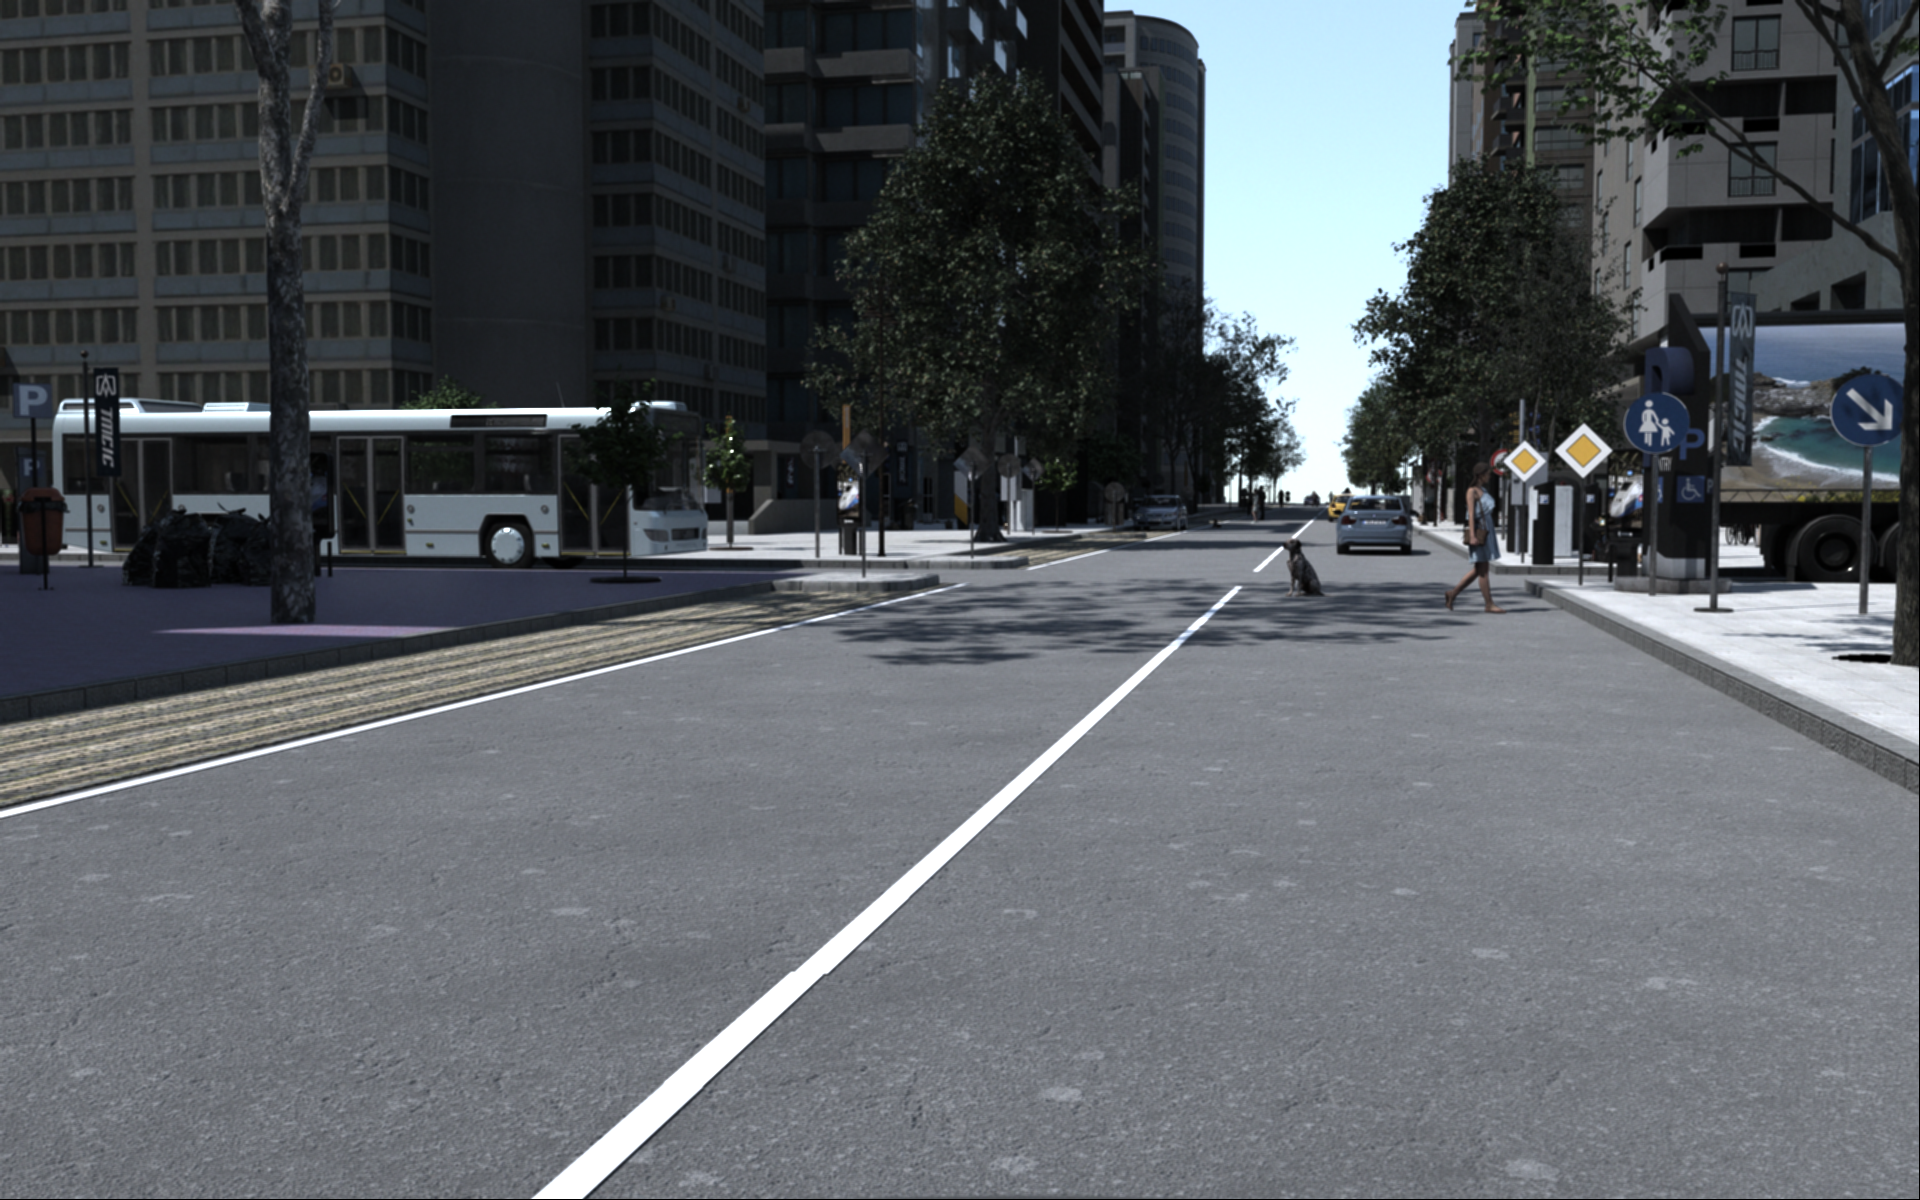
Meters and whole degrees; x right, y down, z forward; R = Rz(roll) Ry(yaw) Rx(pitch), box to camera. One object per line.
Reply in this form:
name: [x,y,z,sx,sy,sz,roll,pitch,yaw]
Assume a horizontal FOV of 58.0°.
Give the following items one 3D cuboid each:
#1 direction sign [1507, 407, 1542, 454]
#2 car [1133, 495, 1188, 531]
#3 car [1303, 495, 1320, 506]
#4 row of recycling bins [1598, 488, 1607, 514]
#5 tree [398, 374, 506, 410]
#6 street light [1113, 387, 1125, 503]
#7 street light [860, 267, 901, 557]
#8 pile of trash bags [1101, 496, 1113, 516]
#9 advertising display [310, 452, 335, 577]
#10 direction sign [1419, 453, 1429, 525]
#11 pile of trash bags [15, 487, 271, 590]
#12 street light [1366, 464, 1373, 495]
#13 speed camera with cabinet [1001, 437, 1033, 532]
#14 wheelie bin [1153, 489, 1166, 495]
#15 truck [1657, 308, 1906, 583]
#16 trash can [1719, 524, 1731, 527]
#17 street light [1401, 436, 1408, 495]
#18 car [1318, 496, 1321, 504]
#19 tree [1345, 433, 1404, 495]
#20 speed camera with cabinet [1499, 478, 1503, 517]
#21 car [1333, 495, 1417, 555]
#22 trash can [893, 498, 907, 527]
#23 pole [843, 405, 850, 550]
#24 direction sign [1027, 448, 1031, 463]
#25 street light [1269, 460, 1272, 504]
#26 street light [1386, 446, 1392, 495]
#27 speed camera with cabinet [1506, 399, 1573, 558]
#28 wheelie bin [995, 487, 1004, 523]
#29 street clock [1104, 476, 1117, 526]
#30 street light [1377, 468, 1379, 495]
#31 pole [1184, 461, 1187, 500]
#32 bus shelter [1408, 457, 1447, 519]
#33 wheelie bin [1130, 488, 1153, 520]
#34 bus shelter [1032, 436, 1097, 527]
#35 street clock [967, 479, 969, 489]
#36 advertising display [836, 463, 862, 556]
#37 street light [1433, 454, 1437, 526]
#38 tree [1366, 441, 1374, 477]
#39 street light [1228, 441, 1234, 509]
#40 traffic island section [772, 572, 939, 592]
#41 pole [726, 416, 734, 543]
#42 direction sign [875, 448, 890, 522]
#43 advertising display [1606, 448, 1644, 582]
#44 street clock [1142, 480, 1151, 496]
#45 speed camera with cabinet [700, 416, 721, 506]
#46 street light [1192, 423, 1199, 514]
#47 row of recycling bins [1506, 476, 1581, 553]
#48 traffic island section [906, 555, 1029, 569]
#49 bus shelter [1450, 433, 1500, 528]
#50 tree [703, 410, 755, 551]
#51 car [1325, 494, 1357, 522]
direction sign: [14.712,-3.255,45.217,0.876,3.537,0.379,3,4,37]
car: [7.940,-3.444,68.319,2.014,1.417,4.499,1,4,14]
car: [42.445,-12.019,209.088,1.945,1.354,3.894,1,4,13]
row of recycling bins: [28.115,-4.343,78.124,3.534,1.692,1.069,2,4,32]
tree: [-13.883,-3.893,47.364,4.285,4.588,4.351,0,3,0]
street light: [6.539,-6.068,71.994,0.468,5.910,1.993,1,4,12]
street light: [-1.607,-3.828,35.380,0.468,5.910,1.993,1,4,12]
pile of trash bags: [8.577,-5.611,101.497,1.912,1.369,3.447,0,4,-6]
advertising display: [-10.169,-1.334,27.025,0.974,1.923,0.123,2,4,24]
direction sign: [19.281,-4.884,71.854,0.379,3.537,0.876,2,4,26]
pile of trash bags: [-11.210,-0.882,24.177,3.447,1.369,1.912,-2,4,-31]
street light: [53.247,-15.381,224.260,0.468,5.910,1.993,1,4,12]
speed camera with cabinet: [1.960,-3.968,59.210,0.660,3.252,2.038,1,4,19]
wheelie bin: [12.384,-6.099,107.619,0.980,1.594,0.693,2,4,29]
truck: [16.912,-2.315,26.761,11.283,4.237,2.839,1,4,14]
trash can: [29.613,-3.379,66.903,0.748,1.137,0.748,0,3,0]
street light: [27.460,-8.208,106.990,0.468,5.910,1.993,1,4,12]
car: [49.287,-13.986,241.257,1.945,1.354,3.894,1,4,12]
tree: [52.030,-18.181,215.379,7.486,12.596,7.792,0,3,0]
speed camera with cabinet: [30.572,-6.228,96.169,0.660,3.252,2.038,0,4,-3]
car: [10.128,-1.852,42.283,2.014,1.417,4.499,1,4,14]
trash can: [-2.220,-3.348,66.386,0.748,1.137,0.748,0,3,0]
pole: [-2.598,-2.807,39.733,0.158,3.312,0.155,0,3,0]
direction sign: [3.332,-5.068,74.864,0.876,3.537,0.379,1,4,15]
street light: [40.737,-15.567,227.304,0.468,5.910,1.993,1,4,12]
street light: [35.505,-10.433,143.373,0.468,5.910,1.993,1,4,12]
speed camera with cabinet: [11.939,-2.520,35.533,0.660,3.252,2.038,0,4,-2]
wheelie bin: [1.492,-4.097,74.895,0.693,1.594,0.980,-2,4,-29]
street clock: [6.085,-4.009,70.120,0.471,2.002,0.358,-2,4,-35]
street light: [43.398,-12.661,179.789,0.468,5.910,1.993,1,4,12]
pole: [14.031,-6.956,107.580,0.158,3.312,0.155,0,3,0]
bus shelter: [24.693,-5.950,91.211,2.014,3.302,5.546,1,4,12]
wheelie bin: [8.803,-4.716,85.007,0.980,1.594,0.693,1,4,20]
bus shelter: [4.262,-4.828,70.224,1.731,3.624,6.357,1,4,12]
street clock: [0.291,-4.696,81.349,0.358,2.002,0.471,0,4,3]
advertising display: [-2.302,-1.905,36.356,0.123,1.923,0.974,-2,4,-33]
street light: [18.849,-5.855,68.517,0.468,5.910,1.993,1,4,12]
tree: [36.754,-12.036,147.158,4.737,8.622,4.395,0,3,0]
street light: [22.913,-10.639,146.737,0.468,5.910,1.993,1,4,12]
traffic island section: [-1.498,-0.265,26.617,2.009,0.180,2.903,1,4,12]
pole: [-6.025,-3.149,45.337,0.158,3.312,0.155,0,3,0]
direction sign: [-3.584,-5.369,79.773,0.876,3.537,0.379,-3,5,-43]
advertising display: [9.530,-1.192,24.699,0.123,1.923,0.974,-1,4,-10]
street clock: [9.260,-4.992,86.183,0.358,2.002,0.471,-2,4,-25]
speed camera with cabinet: [-6.750,-2.999,43.376,0.660,3.252,2.038,2,4,24]
street light: [14.964,-8.413,110.334,0.468,5.910,1.993,1,4,12]
row of recycling bins: [13.183,-1.962,39.198,1.069,1.692,3.534,2,4,34]
traffic island section: [0.221,-0.742,34.415,2.009,0.180,2.903,1,4,12]
bus shelter: [20.375,-4.740,68.775,1.731,3.624,6.357,1,4,13]
tree: [-5.221,-2.768,39.853,1.663,3.219,1.824,0,3,0]
car: [19.979,-4.867,89.801,2.015,1.641,3.980,1,4,11]
